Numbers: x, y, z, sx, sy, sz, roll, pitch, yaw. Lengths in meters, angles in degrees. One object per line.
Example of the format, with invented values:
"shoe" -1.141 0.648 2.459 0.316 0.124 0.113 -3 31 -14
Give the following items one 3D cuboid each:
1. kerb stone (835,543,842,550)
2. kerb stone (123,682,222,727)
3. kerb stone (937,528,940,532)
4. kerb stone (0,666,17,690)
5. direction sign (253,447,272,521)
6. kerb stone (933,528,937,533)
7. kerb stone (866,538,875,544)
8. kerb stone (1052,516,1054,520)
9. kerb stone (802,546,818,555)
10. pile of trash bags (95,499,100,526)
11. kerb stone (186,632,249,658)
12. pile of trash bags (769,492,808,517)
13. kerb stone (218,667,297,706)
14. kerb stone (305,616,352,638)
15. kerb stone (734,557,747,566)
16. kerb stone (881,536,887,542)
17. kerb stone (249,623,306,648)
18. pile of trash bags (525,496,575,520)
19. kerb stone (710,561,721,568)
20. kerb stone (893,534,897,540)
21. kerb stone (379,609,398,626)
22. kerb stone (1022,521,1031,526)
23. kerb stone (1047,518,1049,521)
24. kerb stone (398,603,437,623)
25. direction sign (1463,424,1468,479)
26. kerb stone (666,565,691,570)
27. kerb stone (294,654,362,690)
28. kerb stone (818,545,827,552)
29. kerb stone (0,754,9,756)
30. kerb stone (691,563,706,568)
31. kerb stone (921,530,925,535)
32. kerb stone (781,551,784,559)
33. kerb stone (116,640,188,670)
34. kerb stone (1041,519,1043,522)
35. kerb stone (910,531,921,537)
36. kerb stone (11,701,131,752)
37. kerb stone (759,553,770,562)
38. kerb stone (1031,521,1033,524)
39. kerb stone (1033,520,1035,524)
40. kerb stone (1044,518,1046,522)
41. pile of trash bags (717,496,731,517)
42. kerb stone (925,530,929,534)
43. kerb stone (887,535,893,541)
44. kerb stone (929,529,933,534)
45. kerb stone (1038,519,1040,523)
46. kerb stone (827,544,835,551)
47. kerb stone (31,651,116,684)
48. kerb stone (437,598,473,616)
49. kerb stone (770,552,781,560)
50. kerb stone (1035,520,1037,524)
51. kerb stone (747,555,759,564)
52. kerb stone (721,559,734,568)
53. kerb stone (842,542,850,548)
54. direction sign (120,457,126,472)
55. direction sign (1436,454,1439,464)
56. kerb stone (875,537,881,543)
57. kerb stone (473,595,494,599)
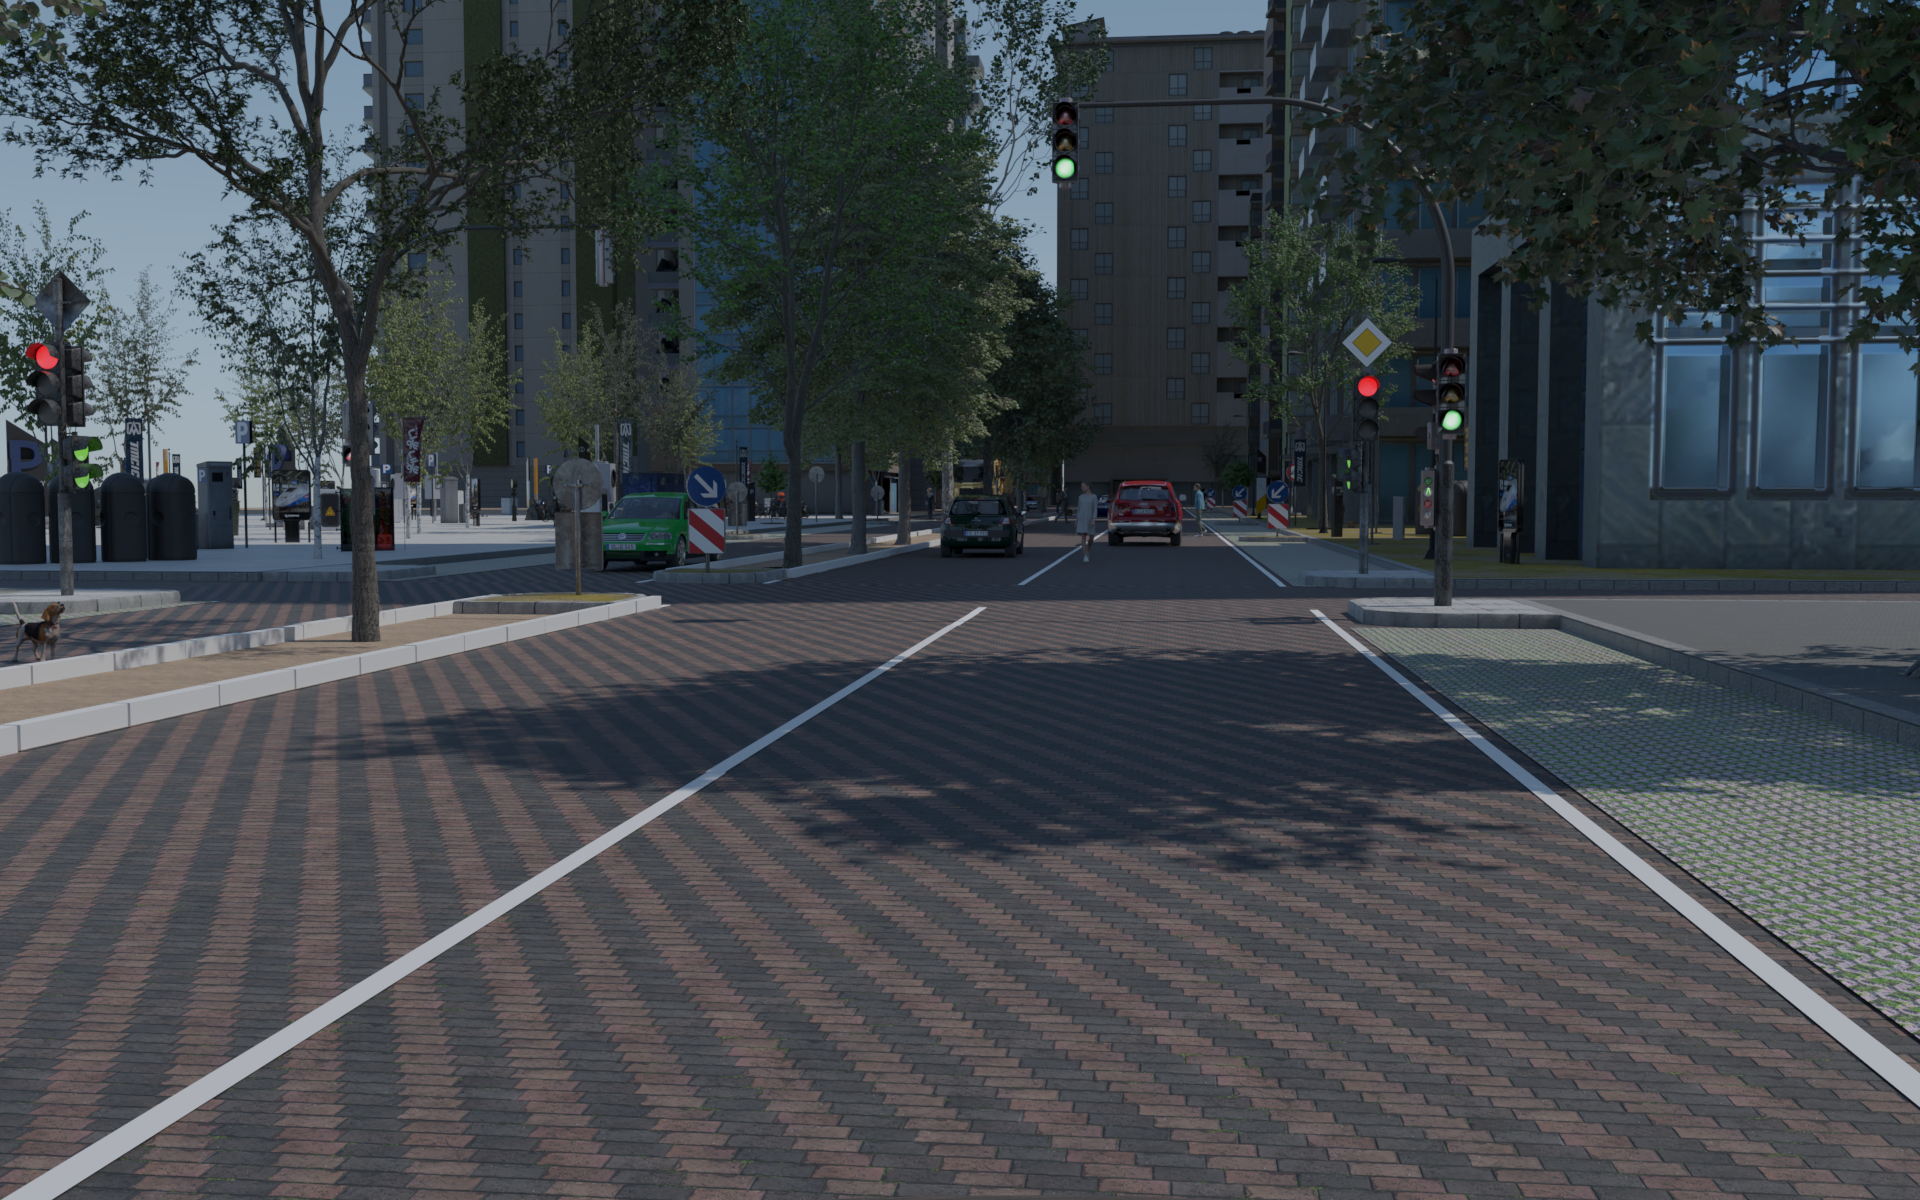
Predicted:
"kerb stone" -3.239 -1.362 44.507 0.120 0.150 1.000 0 4 7
"kerb stone" -5.097 0.676 11.143 0.120 0.150 1.000 0 4 7
"kerb stone" -0.935 -2.544 63.840 0.120 0.150 1.000 0 4 7
"kerb stone" -7.057 0.596 12.443 0.120 0.150 1.000 0 4 7
"direction sign" -33.652 -5.604 83.626 0.876 3.537 0.379 0 4 4
"kerb stone" -1.064 -2.484 62.812 0.120 0.150 1.000 0 4 7
"kerb stone" -2.637 -1.676 49.592 0.120 0.150 1.000 0 4 7
"kerb stone" 4.907 -4.451 95.096 0.120 0.150 1.000 0 4 7
"kerb stone" -3.608 -1.176 41.462 0.120 0.150 1.000 0 4 7
"pile of trash bags" -35.356 -3.653 69.476 1.912 1.369 3.447 1 4 21
"kerb stone" -6.704 0.410 15.498 0.120 0.150 1.000 0 4 7
"pile of trash bags" -9.704 -5.316 96.666 1.912 1.369 3.447 -1 4 -20
"kerb stone" -4.979 0.614 12.158 0.120 0.150 1.000 0 4 7
"kerb stone" -6.454 0.285 17.541 0.120 0.150 1.000 0 4 7
"kerb stone" -4.451 -0.740 34.349 0.120 0.150 1.000 0 4 7
"kerb stone" -2.390 -1.796 51.623 0.120 0.150 1.000 0 4 7
"kerb stone" -6.570 0.354 16.523 0.120 0.150 1.000 0 4 7
"pile of trash bags" -19.841 -4.629 85.435 1.912 1.369 3.447 1 4 21
"kerb stone" -4.689 -0.618 32.292 0.120 0.150 1.000 0 4 7
"kerb stone" -2.149 -1.922 53.653 0.120 0.150 1.000 0 4 7
"kerb stone" -6.328 0.223 18.557 0.120 0.150 1.000 0 4 7
"kerb stone" 3.077 -3.525 79.833 0.120 0.150 1.000 0 4 7
"kerb stone" 4.432 -4.210 91.029 0.120 0.150 1.000 0 4 7
"kerb stone" -6.211 0.160 19.581 0.120 0.150 1.000 0 4 7
"direction sign" 16.569 -3.941 56.435 0.379 3.537 0.876 3 4 37
"kerb stone" -4.941 -0.493 30.249 0.120 0.150 1.000 0 4 7
"kerb stone" -4.857 0.552 13.176 0.120 0.150 1.000 0 4 7
"kerb stone" -3.481 -1.240 42.477 0.120 0.150 1.000 0 4 7
"kerb stone" -5.342 0.800 9.108 0.120 0.150 1.000 0 4 7
"kerb stone" -4.810 -0.553 31.269 0.120 0.150 1.000 0 4 7
"kerb stone" -1.422 -2.295 59.760 0.120 0.150 1.000 0 4 7
"kerb stone" -3.958 -0.992 38.415 0.120 0.150 1.000 0 4 7
"kerb stone" -6.814 0.473 14.482 0.120 0.150 1.000 0 4 7
"kerb stone" 3.935 -3.954 86.958 0.120 0.150 1.000 0 4 7
"kerb stone" -1.543 -2.233 58.731 0.120 0.150 1.000 0 4 7
"kerb stone" -5.221 0.738 10.129 0.120 0.150 1.000 0 4 7
"kerb stone" -4.207 -0.864 36.384 0.120 0.150 1.000 0 4 7
"kerb stone" 3.205 -3.587 80.850 0.120 0.150 1.000 0 4 7
"kerb stone" 3.325 -3.650 81.865 0.120 0.150 1.000 0 4 7
"kerb stone" 4.181 -4.085 88.988 0.120 0.150 1.000 0 4 7
"pile of trash bags" -13.470 -5.304 96.480 1.912 1.369 3.447 0 4 -1
"kerb stone" -1.300 -2.352 60.782 0.120 0.150 1.000 0 4 7
"kerb stone" -2.266 -1.862 52.637 0.120 0.150 1.000 0 4 7
"kerb stone" -1.173 -2.422 61.796 0.120 0.150 1.000 0 4 7
"kerb stone" 3.693 -3.836 84.915 0.120 0.150 1.000 0 4 7
"kerb stone" -3.354 -1.302 43.491 0.120 0.150 1.000 0 4 7
"kerb stone" -6.937 0.534 13.464 0.120 0.150 1.000 0 4 7
"kerb stone" -6.083 0.098 20.595 0.120 0.150 1.000 0 4 7
"kerb stone" -4.085 -0.926 37.399 0.120 0.150 1.000 0 4 7
"kerb stone" 3.445 -3.711 82.880 0.120 0.150 1.000 0 4 7
"kerb stone" -4.325 -0.806 35.366 0.120 0.150 1.000 0 4 7
"kerb stone" -4.571 -0.679 33.324 0.120 0.150 1.000 0 4 7
"kerb stone" -3.115 -1.427 45.523 0.120 0.150 1.000 0 4 7
"direction sign" -51.589 -7.026 106.870 0.876 3.537 0.379 3 5 41
"direction sign" 15.607 -3.940 56.419 0.379 3.537 0.876 -1 4 -14
"kerb stone" -2.510 -1.738 50.607 0.120 0.150 1.000 0 4 7
"kerb stone" -5.970 0.036 21.611 0.120 0.150 1.000 0 4 7
